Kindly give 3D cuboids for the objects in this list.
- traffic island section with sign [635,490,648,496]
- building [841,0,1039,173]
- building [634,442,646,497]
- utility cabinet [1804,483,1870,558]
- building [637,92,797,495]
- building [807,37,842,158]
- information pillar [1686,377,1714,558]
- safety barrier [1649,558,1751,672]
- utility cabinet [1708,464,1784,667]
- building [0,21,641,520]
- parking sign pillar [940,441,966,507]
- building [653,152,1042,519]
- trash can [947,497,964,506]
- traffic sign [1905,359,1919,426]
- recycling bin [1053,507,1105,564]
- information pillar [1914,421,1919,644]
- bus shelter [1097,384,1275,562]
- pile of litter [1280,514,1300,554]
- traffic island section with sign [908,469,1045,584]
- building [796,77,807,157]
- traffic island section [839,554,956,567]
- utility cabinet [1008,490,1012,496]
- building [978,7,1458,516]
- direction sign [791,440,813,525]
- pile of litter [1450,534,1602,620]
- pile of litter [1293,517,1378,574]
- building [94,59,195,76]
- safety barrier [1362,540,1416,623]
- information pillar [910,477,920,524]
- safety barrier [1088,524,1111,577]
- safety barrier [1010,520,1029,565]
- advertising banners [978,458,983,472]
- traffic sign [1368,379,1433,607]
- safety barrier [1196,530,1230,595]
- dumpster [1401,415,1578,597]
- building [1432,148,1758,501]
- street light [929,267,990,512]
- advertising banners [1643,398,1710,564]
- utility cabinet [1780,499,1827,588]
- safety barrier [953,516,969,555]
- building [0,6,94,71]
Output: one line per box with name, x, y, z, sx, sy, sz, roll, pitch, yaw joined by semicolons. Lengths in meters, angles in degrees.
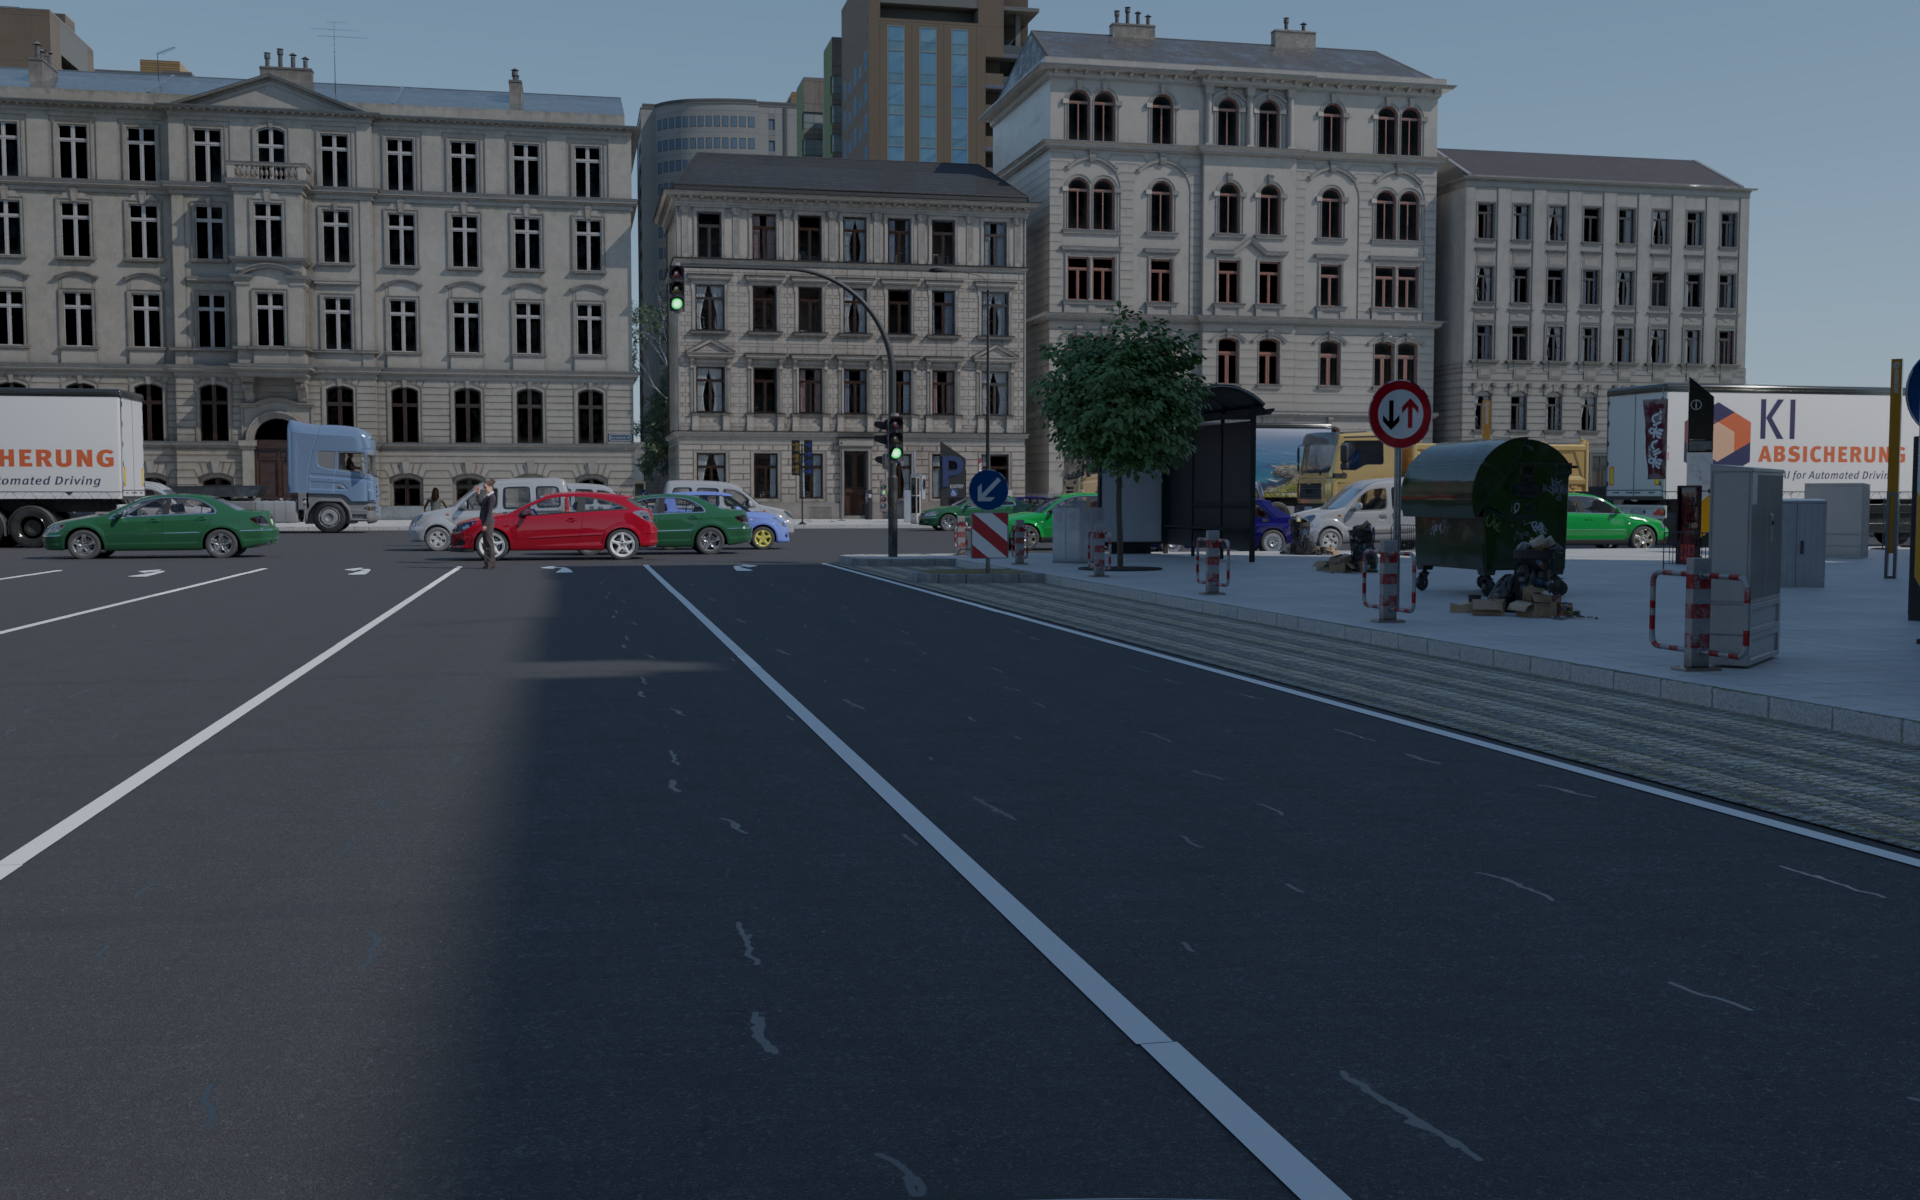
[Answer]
traffic island section with sign;-28.827;-9.097;157.362;1.989;1.847;2.006;-1;4;-13
building;-2.038;-30.364;146.555;14.600;45.320;14.200;-1;4;-13
building;-60.571;-40.559;252.380;27.495;52.752;28.713;-1;4;-13
utility cabinet;17.609;-1.598;34.799;0.318;1.500;1.173;-3;4;-36
building;-32.639;-43.605;254.940;28.212;58.520;21.231;-1;4;-13
building;-5.813;-29.156;160.302;14.154;41.232;14.086;-1;4;-13
information pillar;14.748;-2.643;34.575;0.504;3.616;0.183;1;4;15
safety barrier;5.357;0.104;12.577;0.300;0.817;1.120;-1;4;-13
utility cabinet;5.992;-0.275;13.177;0.318;1.500;1.173;2;4;35
building;-34.021;-16.458;88.179;34.723;24.649;14.460;-1;4;-13
parking sign pillar;-0.346;-6.086;87.973;1.447;3.967;1.447;0;4;-7
building;-6.335;-13.941;92.571;19.286;19.102;10.561;-1;4;-13
trash can;-0.204;-3.917;75.690;0.748;1.137;0.748;0;3;0
traffic sign;8.587;-0.923;15.193;0.768;2.556;0.104;0;4;-8
recycling bin;2.218;-1.213;32.381;0.722;1.027;0.722;3;5;44
information pillar;8.284;-1.424;14.642;0.183;3.616;0.504;0;4;1
bus shelter;4.259;-2.492;34.670;2.014;3.302;5.546;-1;4;-12
pile of litter;7.458;-1.407;36.964;1.176;0.858;1.719;0;4;-3
traffic island section with sign;0.192;-1.216;28.502;1.989;1.847;2.006;-1;4;-13
building;-9.611;-30.043;174.799;14.154;41.232;14.086;-1;4;-13
traffic island section;-1.362;-0.805;35.444;2.009;0.180;2.903;-1;4;-13
utility cabinet;2.357;-4.854;88.041;0.318;1.500;1.173;-1;4;-16
building;14.110;-19.058;98.988;23.554;28.519;14.401;-1;4;-13
direction sign;-6.628;-4.937;72.721;0.876;3.537;0.379;0;4;3
pile of litter;5.946;-0.269;18.363;1.176;0.858;1.719;-1;4;-16
pile of litter;6.408;-0.900;28.683;1.176;0.858;1.719;2;4;30
building;-116.809;-42.480;236.544;28.212;58.520;21.231;-1;4;-13
safety barrier;4.282;-0.186;17.311;0.300;0.817;1.120;-1;4;-13
information pillar;-1.923;-4.277;74.424;0.304;2.012;0.304;2;4;28
safety barrier;2.154;-0.765;26.791;0.300;0.817;1.120;-1;4;-13
safety barrier;1.085;-1.056;31.535;0.300;0.817;1.120;-1;4;-13
advertising banners;1.318;-5.470;85.620;0.090;3.025;2.074;2;4;25
traffic sign;4.891;-1.178;19.360;0.768;2.556;0.104;-1;4;-12
safety barrier;3.217;-0.476;22.055;0.300;0.817;1.120;-1;4;-13
dumpster;6.800;-1.212;22.304;1.502;2.255;1.985;-1;4;-13
building;35.127;-15.407;101.060;18.267;20.994;9.793;-1;4;-13
street light;0.047;-3.859;35.634;1.470;5.913;1.316;-1;4;-13
advertising banners;13.225;-2.149;31.326;0.090;3.025;2.074;-2;4;-33
utility cabinet;11.364;-0.779;23.891;1.020;1.237;0.306;0;4;5
safety barrier;0.019;-1.345;36.274;0.300;0.817;1.120;-1;4;-13
building;-87.600;-31.015;157.213;14.200;45.320;14.600;-1;4;-13
